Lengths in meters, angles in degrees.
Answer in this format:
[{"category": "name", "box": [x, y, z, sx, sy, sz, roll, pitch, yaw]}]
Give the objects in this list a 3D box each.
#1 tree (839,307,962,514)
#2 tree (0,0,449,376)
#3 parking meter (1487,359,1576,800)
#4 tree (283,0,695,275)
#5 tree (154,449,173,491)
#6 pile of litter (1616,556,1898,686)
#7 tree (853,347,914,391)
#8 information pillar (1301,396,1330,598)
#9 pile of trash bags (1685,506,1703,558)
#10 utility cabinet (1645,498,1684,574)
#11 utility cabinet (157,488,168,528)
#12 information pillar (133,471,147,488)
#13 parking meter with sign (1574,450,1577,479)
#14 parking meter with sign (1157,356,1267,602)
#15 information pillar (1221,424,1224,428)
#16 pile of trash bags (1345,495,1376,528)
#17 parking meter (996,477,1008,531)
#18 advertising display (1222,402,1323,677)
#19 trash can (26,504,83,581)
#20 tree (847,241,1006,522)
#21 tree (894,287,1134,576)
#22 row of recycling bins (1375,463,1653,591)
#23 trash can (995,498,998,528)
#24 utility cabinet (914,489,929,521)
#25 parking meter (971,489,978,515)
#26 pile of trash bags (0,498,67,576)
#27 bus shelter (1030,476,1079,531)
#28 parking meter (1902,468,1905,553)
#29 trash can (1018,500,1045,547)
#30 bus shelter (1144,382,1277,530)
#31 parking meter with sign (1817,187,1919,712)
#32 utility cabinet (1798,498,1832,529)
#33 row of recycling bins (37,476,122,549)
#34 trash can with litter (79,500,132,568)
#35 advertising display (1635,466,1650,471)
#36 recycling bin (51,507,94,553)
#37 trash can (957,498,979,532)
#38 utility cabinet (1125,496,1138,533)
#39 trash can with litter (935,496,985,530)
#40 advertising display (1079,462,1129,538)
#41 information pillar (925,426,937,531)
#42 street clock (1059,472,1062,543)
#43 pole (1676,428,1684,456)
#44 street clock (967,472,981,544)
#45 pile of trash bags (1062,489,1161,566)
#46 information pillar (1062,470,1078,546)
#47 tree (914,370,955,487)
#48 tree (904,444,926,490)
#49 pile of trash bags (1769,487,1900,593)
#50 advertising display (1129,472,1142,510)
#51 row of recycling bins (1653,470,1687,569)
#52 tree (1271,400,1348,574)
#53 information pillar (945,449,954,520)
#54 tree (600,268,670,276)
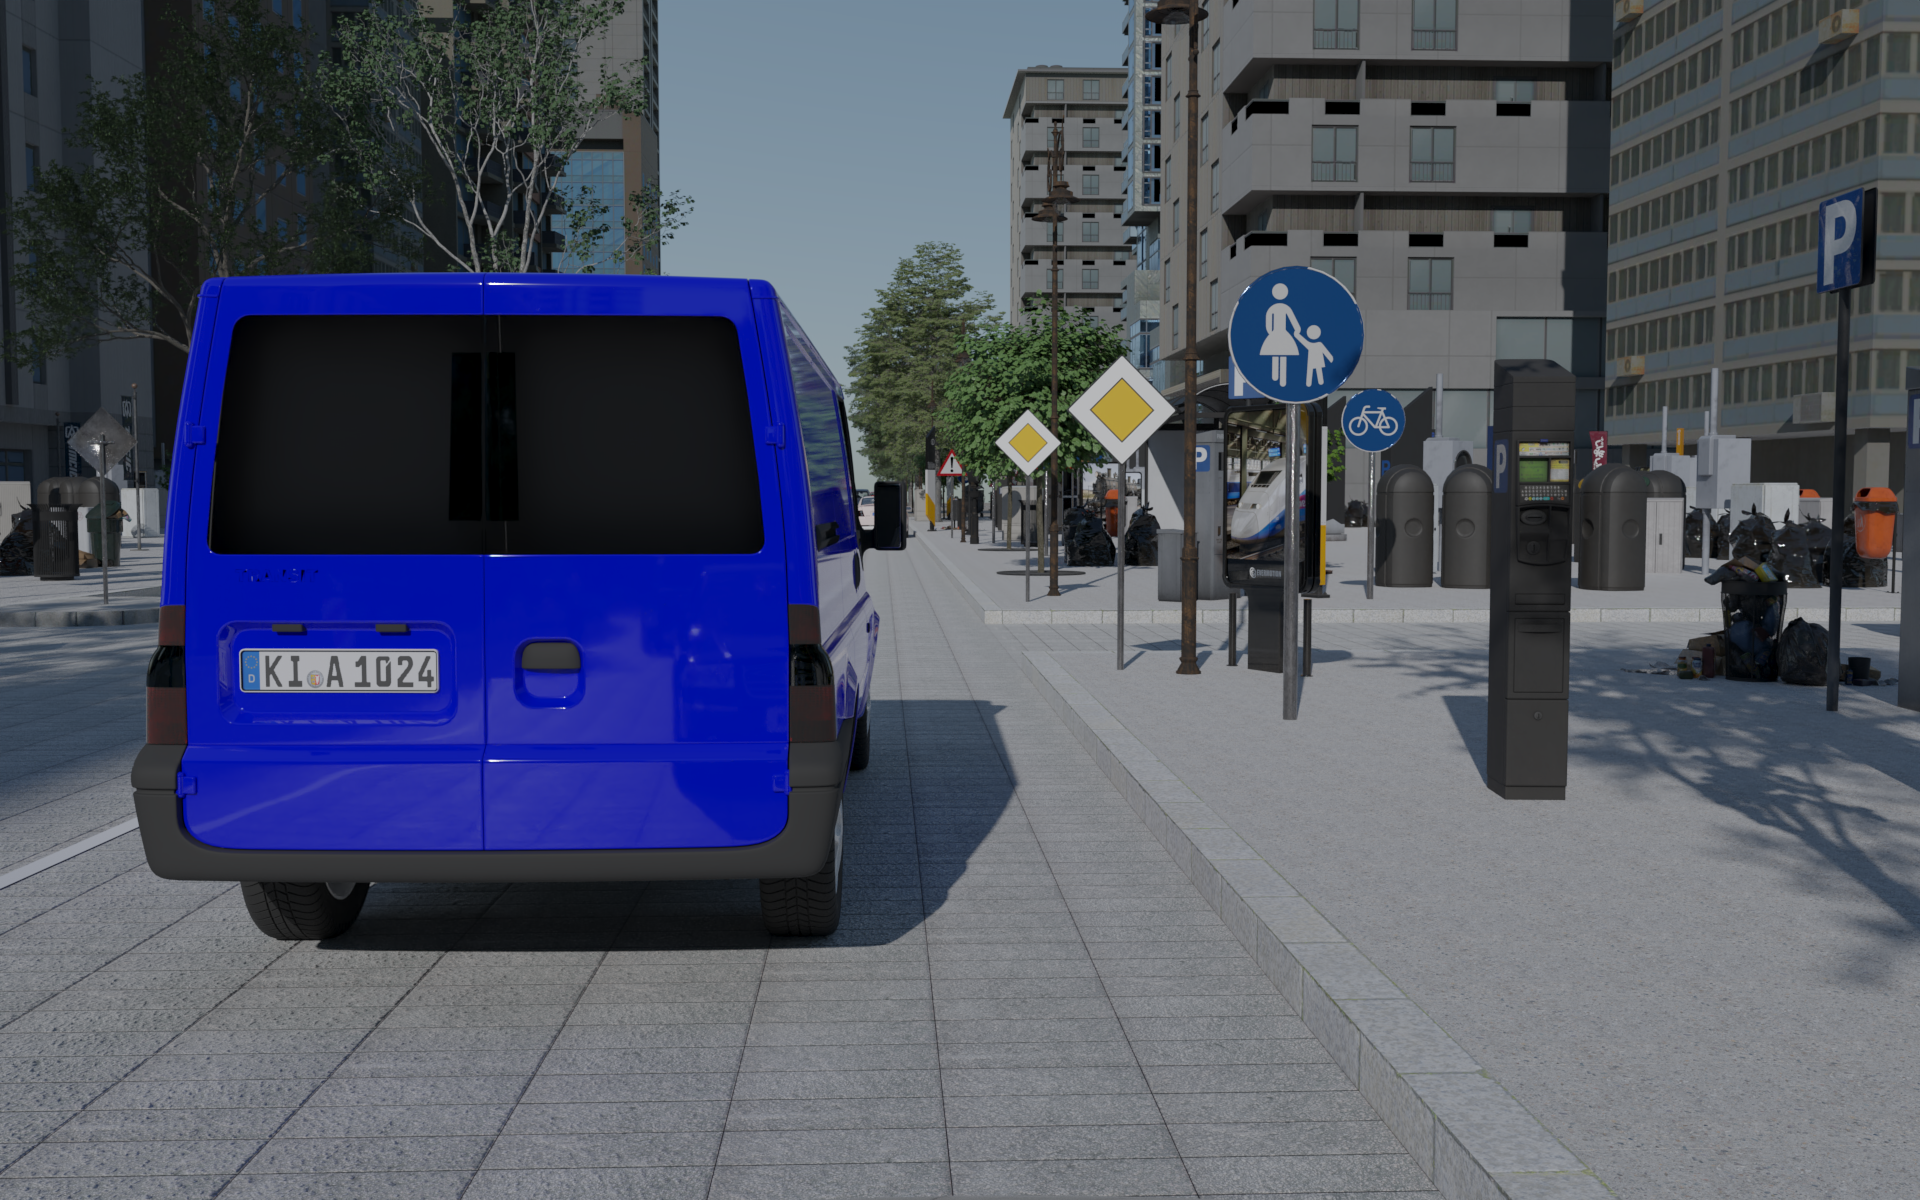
[{"category": "tree", "box": [-2.765, -12.466, 110.473, 9.857, 13.997, 8.962, 0, 3, 0]}, {"category": "tree", "box": [-13.073, -5.857, 30.179, 7.601, 10.594, 8.767, 0, 4, 8]}, {"category": "parking meter", "box": [2.418, -0.100, 7.346, 0.255, 1.863, 0.399, 0, 4, 3]}, {"category": "tree", "box": [-14.574, -12.161, 54.721, 12.611, 20.169, 13.585, 0, 3, 0]}, {"category": "tree", "box": [-28.321, -4.198, 63.245, 1.663, 3.219, 1.824, 0, 3, 0]}, {"category": "pile of litter", "box": [5.584, 0.111, 12.150, 1.176, 0.858, 1.719, -3, 4, -37]}, {"category": "tree", "box": [-6.199, -21.951, 214.790, 12.611, 20.169, 13.585, 0, 3, 0]}, {"category": "information pillar", "box": [4.369, -1.840, 21.436, 0.183, 3.616, 0.504, -2, 4, -27]}, {"category": "pile of trash bags", "box": [15.594, -1.478, 33.913, 1.912, 1.369, 3.447, -1, 4, -11]}, {"category": "utility cabinet", "box": [11.228, -1.044, 28.234, 1.020, 1.237, 0.306, 2, 4, 26]}, {"category": "utility cabinet", "box": [-30.109, -3.447, 65.044, 0.318, 1.500, 1.173, 2, 4, 29]}, {"category": "information pillar", "box": [-26.631, -3.167, 56.275, 0.304, 2.012, 0.304, 3, 5, 41]}, {"category": "parking meter with sign", "box": [23.276, -4.389, 68.025, 1.738, 3.016, 0.543, 1, 4, 17]}, {"category": "parking meter with sign", "box": [3.072, -1.521, 21.137, 0.543, 3.016, 1.738, 3, 5, 41]}, {"category": "information pillar", "box": [7.509, -3.494, 48.488, 0.183, 3.616, 0.504, -3, 4, -36]}, {"category": "pile of trash bags", "box": [14.510, -3.474, 66.550, 1.912, 1.369, 3.447, 3, 5, 42]}, {"category": "parking meter", "box": [1.478, -3.364, 60.714, 0.399, 1.863, 0.255, 0, 4, 4]}, {"category": "advertising display", "box": [2.238, -0.446, 12.499, 0.123, 1.923, 0.974, -2, 4, -29]}, {"category": "trash can", "box": [-13.422, -0.860, 25.714, 0.748, 1.137, 0.748, 0, 3, 0]}, {"category": "tree", "box": [-1.447, -9.806, 78.463, 7.486, 12.596, 7.792, 0, 3, 0]}, {"category": "tree", "box": [1.367, -2.693, 27.737, 4.285, 4.588, 4.351, 0, 3, 0]}, {"category": "row of recycling bins", "box": [7.462, -1.008, 23.599, 3.534, 1.692, 1.069, 1, 4, 18]}, {"category": "trash can", "box": [1.580, -3.347, 66.385, 0.748, 1.137, 0.748, 0, 3, 0]}, {"category": "utility cabinet", "box": [-1.561, -4.470, 81.757, 1.173, 1.500, 0.318, -2, 4, -25]}, {"category": "parking meter", "box": [0.789, -5.148, 92.585, 0.372, 1.533, 0.369, 0, 3, 0]}, {"category": "pile of trash bags", "box": [-15.274, -1.062, 27.112, 1.912, 1.369, 3.447, -1, 4, -10]}, {"category": "bus shelter", "box": [3.322, -4.961, 58.745, 2.179, 5.291, 8.768, 0, 4, -2]}, {"category": "parking meter", "box": [18.310, -1.681, 33.201, 0.399, 1.863, 0.255, 2, 4, 32]}, {"category": "trash can", "box": [1.777, -1.859, 42.045, 0.748, 1.137, 0.748, 0, 3, 0]}, {"category": "bus shelter", "box": [4.793, -2.455, 34.059, 2.014, 3.302, 5.546, 0, 4, -3]}, {"category": "parking meter with sign", "box": [5.988, -0.848, 10.130, 1.738, 3.016, 0.543, 0, 4, 2]}, {"category": "utility cabinet", "box": [14.428, -1.119, 29.456, 0.306, 1.237, 1.020, 0, 4, -7]}, {"category": "row of recycling bins", "box": [-21.075, -2.093, 41.332, 3.534, 1.692, 1.069, 3, 5, 44]}, {"category": "trash can with litter", "box": [-15.067, -1.156, 30.291, 0.624, 1.170, 1.055, 1, 4, 11]}, {"category": "advertising display", "box": [16.106, -2.166, 40.628, 0.974, 1.923, 0.123, -3, 5, -41]}, {"category": "recycling bin", "box": [-16.847, -1.253, 33.039, 0.722, 1.027, 0.722, 0, 4, -5]}, {"category": "trash can", "box": [0.264, -2.899, 59.051, 0.748, 1.137, 0.748, 0, 3, 0]}, {"category": "utility cabinet", "box": [4.484, -2.145, 46.232, 0.306, 1.237, 1.020, 0, 4, -6]}, {"category": "trash can with litter", "box": [-0.132, -3.161, 62.739, 1.678, 1.210, 2.233, -1, 4, -15]}, {"category": "advertising display", "box": [2.826, -1.782, 34.342, 0.974, 1.923, 0.123, -1, 4, -20]}, {"category": "information pillar", "box": [-1.007, -4.159, 59.362, 0.183, 3.616, 0.504, 2, 4, 33]}, {"category": "street clock", "box": [2.742, -2.475, 45.044, 0.471, 2.002, 0.358, 0, 4, 8]}, {"category": "pole", "box": [22.312, -3.663, 53.737, 0.158, 3.312, 0.155, 0, 3, 0]}, {"category": "street clock", "box": [0.372, -2.429, 44.285, 0.358, 2.002, 0.471, 1, 4, 21]}, {"category": "pile of trash bags", "box": [2.863, -1.375, 32.241, 1.912, 1.369, 3.447, 0, 4, 5]}, {"category": "information pillar", "box": [2.712, -2.343, 42.800, 0.304, 2.012, 0.304, 2, 4, 27]}, {"category": "tree", "box": [-1.397, -9.280, 102.089, 4.737, 8.622, 4.395, 0, 3, 0]}, {"category": "tree", "box": [-2.692, -10.748, 126.094, 4.360, 8.622, 3.978, 0, 3, 0]}, {"category": "pile of trash bags", "box": [11.928, -0.862, 23.847, 1.912, 1.369, 3.447, 0, 4, 2]}, {"category": "advertising display", "box": [4.723, -2.717, 49.631, 0.974, 1.923, 0.123, 0, 4, 8]}, {"category": "row of recycling bins", "box": [12.025, -1.468, 31.109, 1.069, 1.692, 3.534, 0, 4, 0]}, {"category": "tree", "box": [5.367, -2.036, 27.890, 1.663, 3.219, 1.824, 0, 3, 0]}, {"category": "information pillar", "box": [-0.495, -5.767, 85.646, 0.183, 3.616, 0.504, -3, 4, -39]}, {"category": "tree", "box": [-15.396, -9.457, 80.377, 9.928, 11.665, 9.643, 0, 3, 0]}]
